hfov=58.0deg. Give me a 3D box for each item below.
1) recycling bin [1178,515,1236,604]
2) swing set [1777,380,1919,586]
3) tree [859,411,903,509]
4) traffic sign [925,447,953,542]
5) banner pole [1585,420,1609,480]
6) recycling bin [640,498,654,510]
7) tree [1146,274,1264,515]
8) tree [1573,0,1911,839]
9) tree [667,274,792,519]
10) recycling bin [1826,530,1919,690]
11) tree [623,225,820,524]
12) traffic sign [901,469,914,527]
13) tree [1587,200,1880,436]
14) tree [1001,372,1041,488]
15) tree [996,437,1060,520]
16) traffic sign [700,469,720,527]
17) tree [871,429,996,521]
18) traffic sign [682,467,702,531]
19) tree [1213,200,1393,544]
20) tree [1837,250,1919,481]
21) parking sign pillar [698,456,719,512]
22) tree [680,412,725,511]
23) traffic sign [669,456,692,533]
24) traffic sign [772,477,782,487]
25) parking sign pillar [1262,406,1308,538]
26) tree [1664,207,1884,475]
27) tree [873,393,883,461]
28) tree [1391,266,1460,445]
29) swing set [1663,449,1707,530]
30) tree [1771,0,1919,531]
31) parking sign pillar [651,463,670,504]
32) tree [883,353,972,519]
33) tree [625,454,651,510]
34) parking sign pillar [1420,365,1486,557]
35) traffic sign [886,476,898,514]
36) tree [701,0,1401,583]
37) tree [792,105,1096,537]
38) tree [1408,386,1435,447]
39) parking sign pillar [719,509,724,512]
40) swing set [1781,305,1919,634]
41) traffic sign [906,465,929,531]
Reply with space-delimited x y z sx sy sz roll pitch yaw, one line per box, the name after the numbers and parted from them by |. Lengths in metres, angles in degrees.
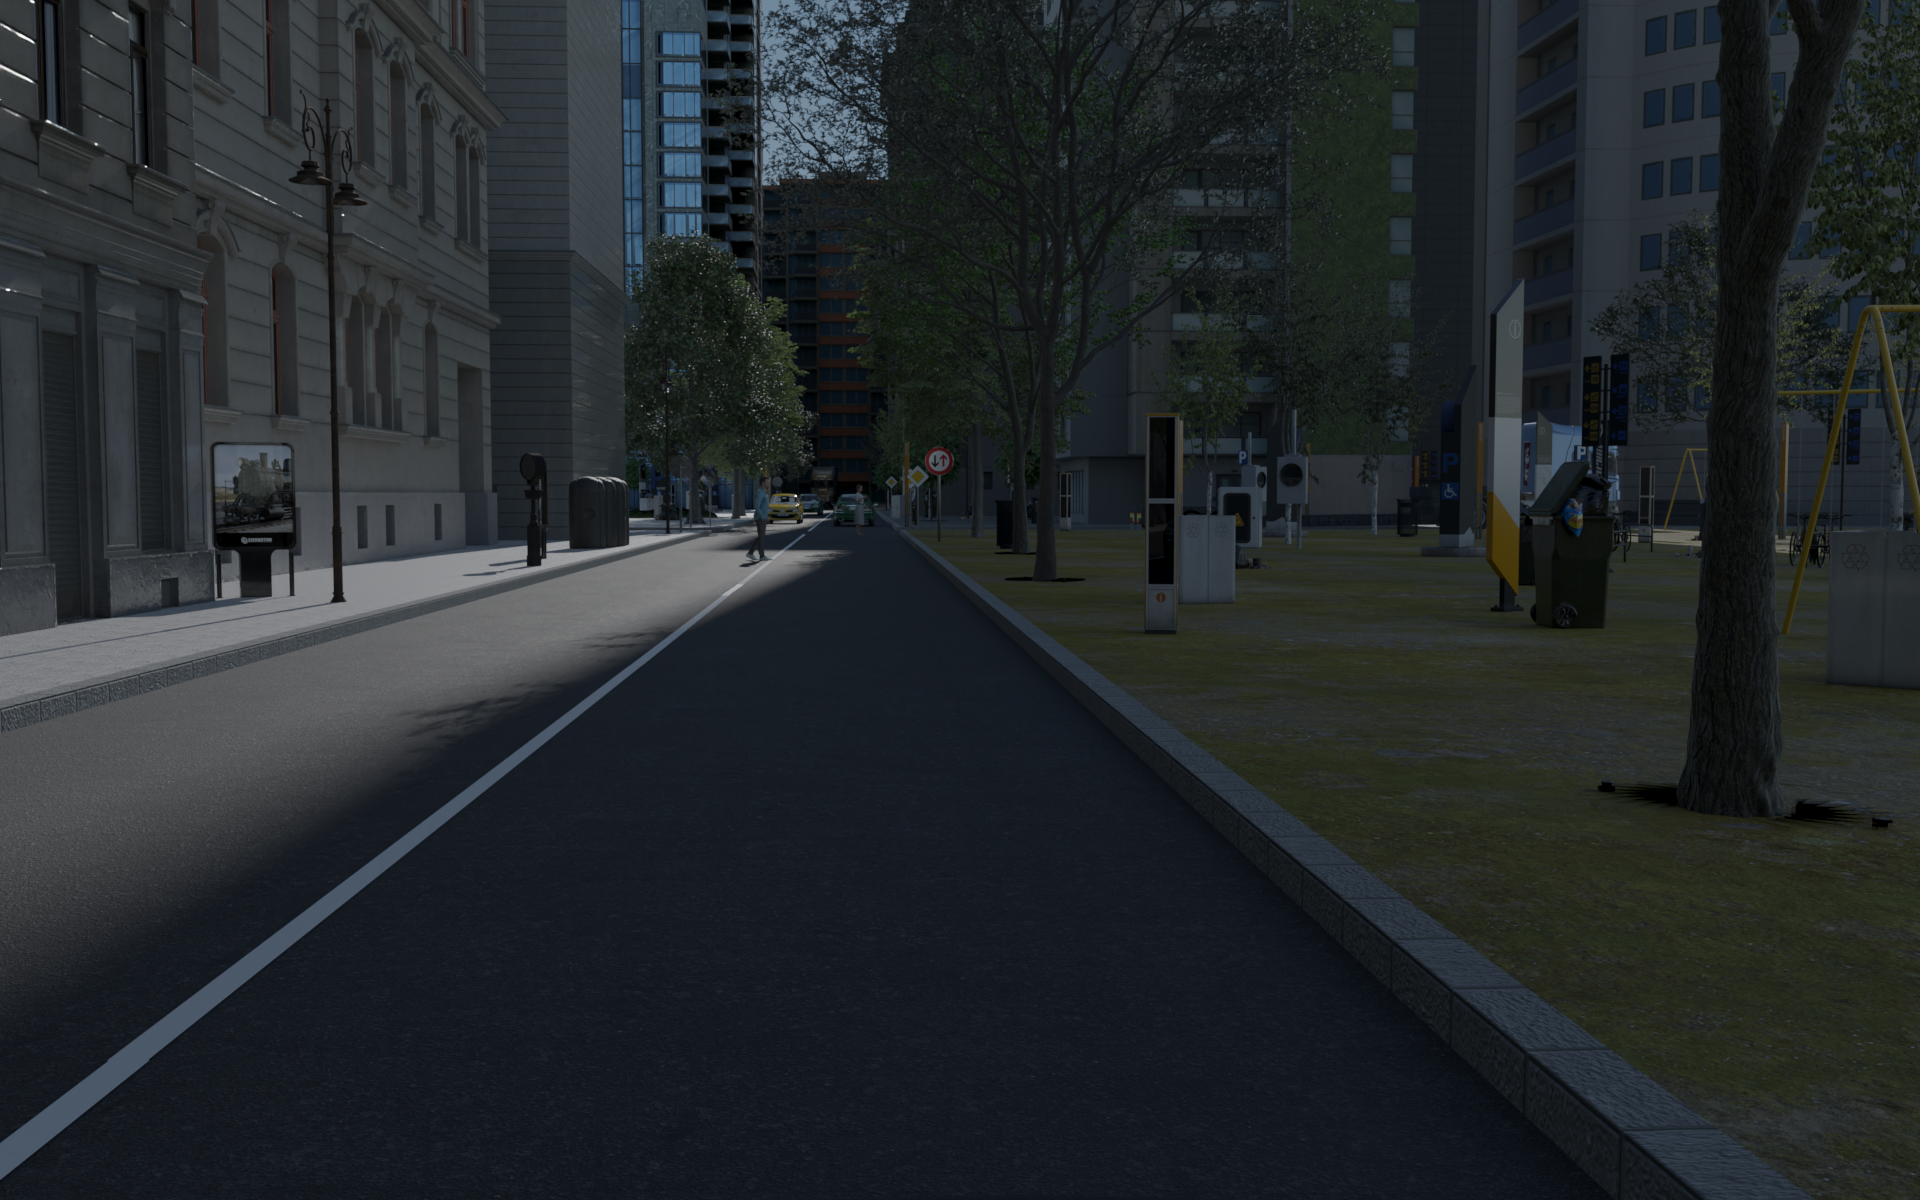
2.800 -0.488 20.526 0.722 1.027 0.722 -1 4 -14 | recycling bin
13.569 -1.732 25.940 3.119 2.851 2.862 2 4 25 | swing set
-6.569 -12.333 152.008 4.360 8.622 3.978 0 3 0 | tree
-0.559 -2.840 46.532 0.768 2.556 0.104 0 4 -2 | traffic sign
18.884 -3.764 51.563 0.863 3.779 0.401 2 4 32 | banner pole
-18.977 -5.673 105.314 0.722 1.027 0.722 3 5 42 | recycling bin
8.376 -6.607 58.389 4.737 8.622 4.395 0 3 0 | tree
3.319 -4.950 6.684 9.928 11.665 9.643 0 3 0 | tree
-11.697 -10.490 89.633 7.486 12.596 7.792 0 3 0 | tree
6.352 0.052 11.701 0.722 1.027 0.722 3 5 43 | recycling bin
-11.506 -9.602 74.005 9.611 12.733 9.660 0 3 0 | tree
-1.945 -3.950 68.219 0.795 2.450 0.064 0 4 -3 | traffic sign
24.428 -7.333 54.308 8.767 10.594 7.601 0 3 0 | tree
4.640 -9.003 97.559 4.360 8.622 3.978 0 3 0 | tree
3.206 -6.279 86.367 4.285 4.588 4.351 0 3 0 | tree
-9.777 -3.922 67.773 0.795 2.450 0.064 0 4 -3 | traffic sign
-1.328 -6.029 82.293 4.285 4.588 4.351 0 3 0 | tree
-9.300 -3.435 59.802 0.795 2.450 0.064 0 4 -3 | traffic sign
8.678 -5.744 44.271 4.360 8.622 3.978 0 3 0 | tree
24.452 -5.596 41.860 4.360 8.622 3.978 0 3 0 | tree
-18.043 -8.152 121.751 1.447 3.967 1.447 0 4 7 | parking sign pillar
-17.131 -10.190 116.973 4.737 8.622 4.395 0 3 0 | tree
-9.257 -3.503 57.387 0.768 2.556 0.104 0 4 5 | traffic sign
-13.439 -7.785 127.384 0.768 2.556 0.104 0 4 6 | traffic sign
9.683 -3.869 51.727 1.447 3.967 1.447 -1 4 -22 | parking sign pillar
18.868 -5.595 41.841 4.360 8.622 3.978 0 3 0 | tree
-2.504 -8.928 96.341 4.737 8.622 4.395 0 3 0 | tree
13.406 -6.398 54.963 4.360 8.622 3.978 0 3 0 | tree
26.421 -3.819 60.069 3.119 2.851 2.862 -1 4 -8 | swing set
11.591 -4.320 20.997 4.737 8.622 4.395 0 3 0 | tree
-20.900 -8.095 120.828 1.447 3.967 1.447 1 4 20 | parking sign pillar
-1.280 -8.423 88.080 4.737 8.622 4.395 0 3 0 | tree
-26.313 -9.570 140.181 4.285 4.588 4.351 0 3 0 | tree
10.287 -2.893 35.769 1.447 3.967 1.447 2 4 29 | parking sign pillar
-4.353 -6.666 110.181 0.795 2.450 0.064 0 4 2 | traffic sign
1.376 -7.027 25.257 12.009 13.543 11.850 0 3 0 | tree
0.103 -8.149 51.358 7.486 12.596 7.792 0 3 0 | tree
20.764 -8.238 85.049 4.737 8.622 4.395 0 3 0 | tree
-17.834 -8.369 125.308 1.447 3.967 1.447 -1 4 -15 | parking sign pillar
9.063 -1.025 14.377 3.119 2.851 2.862 0 4 1 | swing set
-1.468 -3.462 60.248 0.795 2.450 0.064 0 4 -3 | traffic sign
